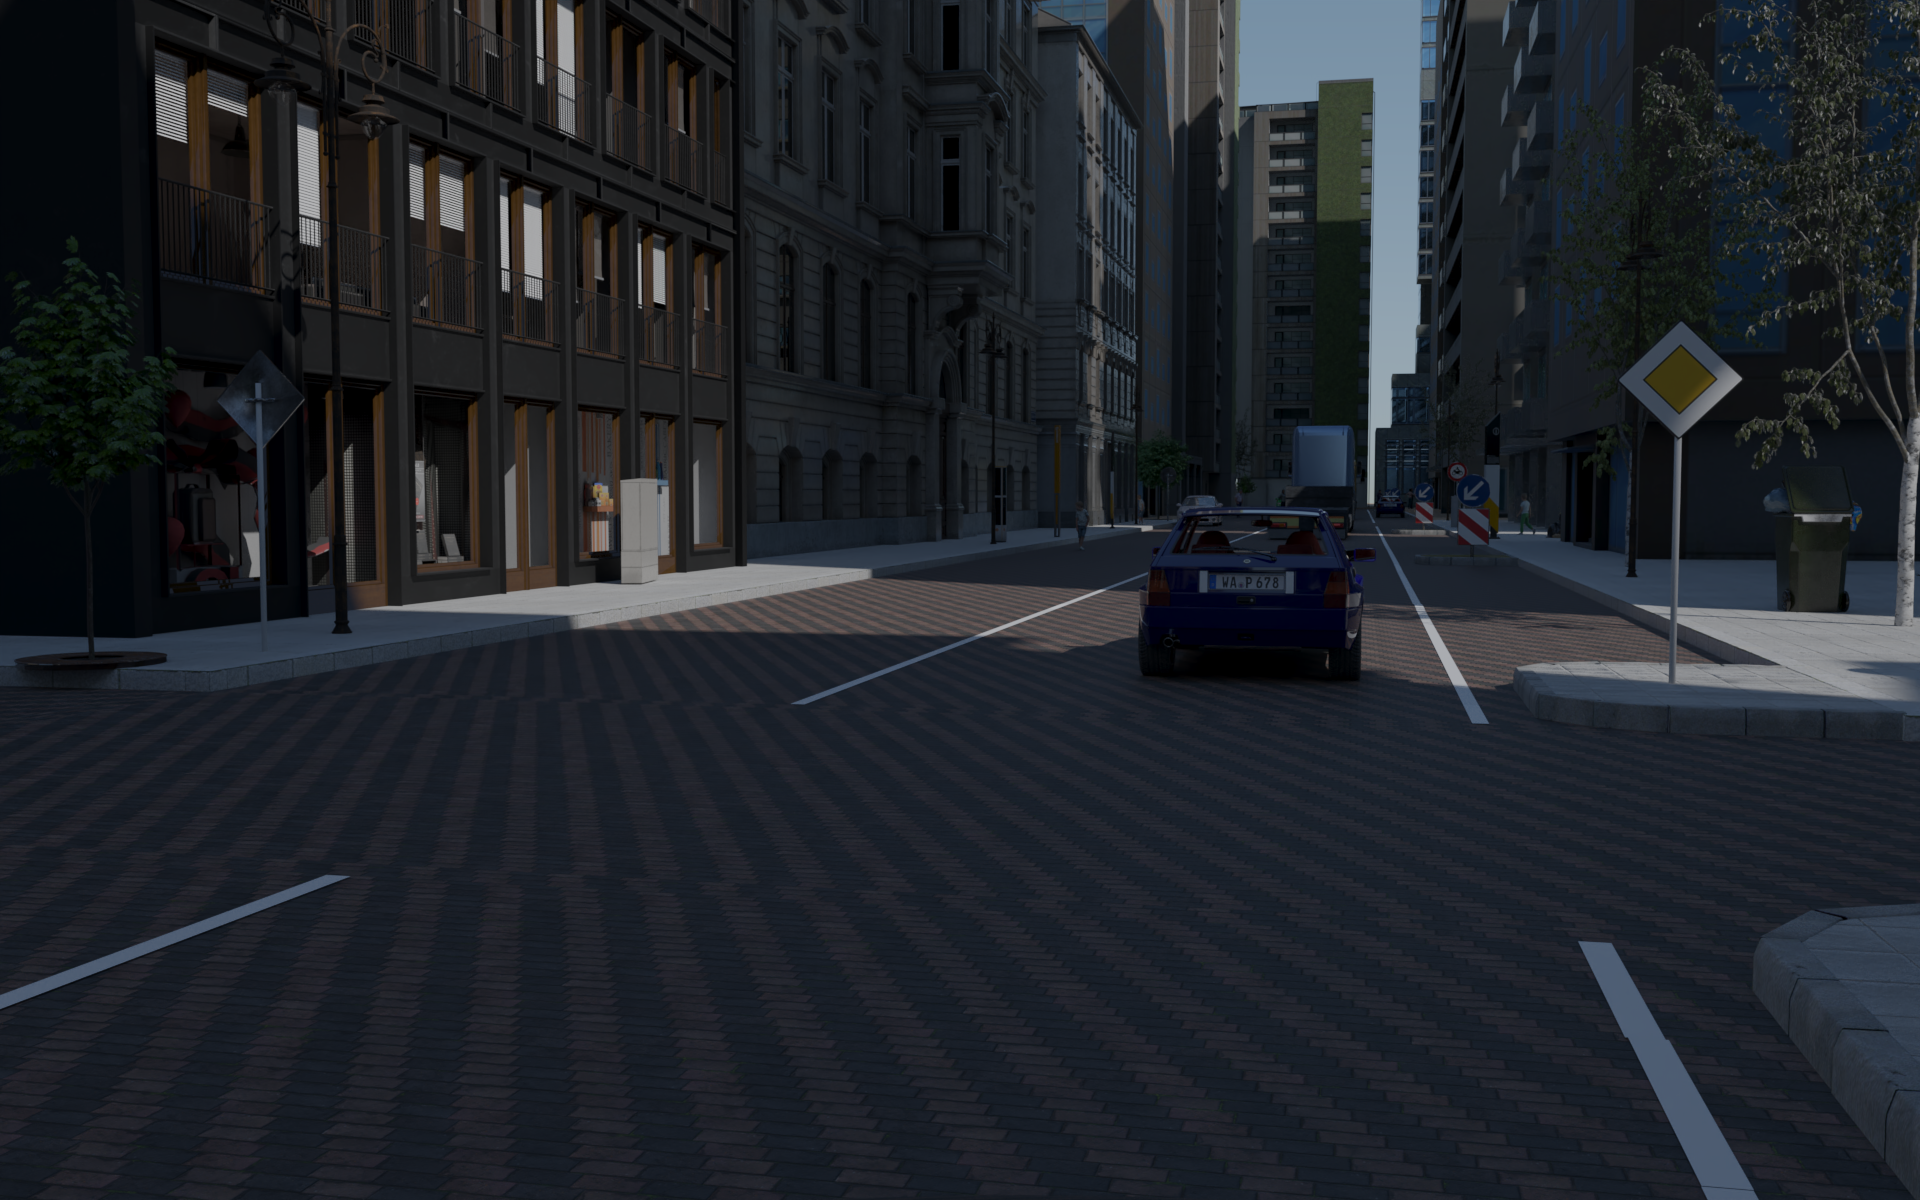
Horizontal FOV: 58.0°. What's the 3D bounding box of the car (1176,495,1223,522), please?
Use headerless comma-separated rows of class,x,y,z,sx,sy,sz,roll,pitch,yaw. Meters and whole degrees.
car,10.897,-4.048,78.544,2.083,1.381,4.827,1,4,12

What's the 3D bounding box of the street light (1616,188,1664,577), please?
street light,10.371,-3.289,26.561,0.468,5.910,1.993,1,4,13

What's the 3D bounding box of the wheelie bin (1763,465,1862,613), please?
wheelie bin,9.293,-0.677,18.969,0.980,1.594,0.693,0,4,8

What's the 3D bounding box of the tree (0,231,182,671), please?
tree,-6.673,-1.120,12.916,1.663,3.219,1.824,0,3,0

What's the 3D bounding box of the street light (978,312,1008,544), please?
street light,0.853,-4.364,44.147,0.468,5.910,1.993,1,4,13

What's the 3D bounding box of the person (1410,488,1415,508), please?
person,40.478,-9.109,155.112,0.705,1.807,1.348,2,4,31

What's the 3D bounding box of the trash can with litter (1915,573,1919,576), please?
trash can with litter,15.831,-0.987,27.193,2.233,1.210,1.678,-1,4,-18

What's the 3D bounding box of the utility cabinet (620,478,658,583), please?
utility cabinet,-4.642,-1.000,25.034,0.318,1.500,1.173,0,4,1

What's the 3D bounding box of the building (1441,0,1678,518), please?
building,39.784,-29.155,100.379,21.300,48.544,21.600,1,4,13

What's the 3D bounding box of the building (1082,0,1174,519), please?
building,4.172,-27.267,95.925,14.600,45.320,14.200,1,4,13

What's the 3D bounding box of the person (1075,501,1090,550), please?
person,3.126,-1.906,44.342,0.352,1.250,0.332,-2,4,-35

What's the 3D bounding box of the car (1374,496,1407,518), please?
car,26.351,-5.716,106.038,1.945,1.354,3.894,1,4,14

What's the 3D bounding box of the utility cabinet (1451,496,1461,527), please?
utility cabinet,19.204,-3.420,67.080,0.306,1.237,1.020,1,4,21

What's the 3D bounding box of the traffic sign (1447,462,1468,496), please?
traffic sign,19.764,-4.205,68.855,0.768,2.556,0.104,1,4,18

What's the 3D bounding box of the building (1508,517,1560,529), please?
building,32.984,-27.302,66.004,23.786,49.044,30.456,1,4,13

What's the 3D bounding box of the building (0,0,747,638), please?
building,-11.546,-11.869,23.736,12.332,23.373,15.834,1,4,13

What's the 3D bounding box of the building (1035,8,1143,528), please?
building,1.814,-13.757,74.086,9.793,20.994,18.267,1,4,13

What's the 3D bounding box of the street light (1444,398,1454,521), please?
street light,23.605,-6.780,83.642,0.468,5.910,1.993,1,4,13

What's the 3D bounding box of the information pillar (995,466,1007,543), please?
information pillar,1.043,-2.534,45.922,0.304,2.012,0.304,2,4,26

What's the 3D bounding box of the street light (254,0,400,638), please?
street light,-5.694,-2.629,15.779,0.468,5.910,1.993,1,4,13

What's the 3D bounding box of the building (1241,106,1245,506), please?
building,17.612,-28.870,155.623,14.086,41.232,14.154,1,4,13

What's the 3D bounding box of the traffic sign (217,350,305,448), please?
traffic sign,-5.677,-0.727,14.076,0.795,2.593,0.064,1,4,13

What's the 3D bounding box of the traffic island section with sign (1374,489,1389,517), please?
traffic island section with sign,27.742,-6.254,110.877,1.989,1.847,2.006,1,4,13

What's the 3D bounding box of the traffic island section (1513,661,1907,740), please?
traffic island section,4.862,0.646,11.717,2.009,0.180,2.903,1,4,13

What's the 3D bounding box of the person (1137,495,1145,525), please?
person,7.496,-3.738,71.837,0.352,1.250,0.332,2,4,31

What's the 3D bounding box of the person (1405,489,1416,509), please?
person,38.912,-8.731,149.508,1.217,1.736,0.721,3,5,44

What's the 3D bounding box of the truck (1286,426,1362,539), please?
truck,12.971,-4.469,62.823,2.967,4.110,18.799,1,4,14

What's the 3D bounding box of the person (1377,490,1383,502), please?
person,31.249,-7.310,128.460,0.683,1.767,0.568,-3,5,-40

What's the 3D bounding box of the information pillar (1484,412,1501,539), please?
information pillar,15.170,-3.548,49.363,0.504,3.616,0.183,-1,4,-21

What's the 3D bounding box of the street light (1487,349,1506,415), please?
street light,17.079,-5.042,55.220,0.468,5.910,1.993,1,4,13

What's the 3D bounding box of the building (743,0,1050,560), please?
building,-5.910,-14.036,48.572,14.460,24.649,34.723,1,4,13

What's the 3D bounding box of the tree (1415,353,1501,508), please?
tree,25.934,-8.530,89.834,4.360,8.622,3.978,0,3,0

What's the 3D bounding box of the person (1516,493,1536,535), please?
person,17.752,-2.691,54.296,0.590,1.304,0.306,3,5,41

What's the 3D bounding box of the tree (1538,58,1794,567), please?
tree,12.032,-4.896,30.418,4.737,8.622,4.395,0,3,0

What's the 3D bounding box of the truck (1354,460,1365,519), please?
truck,21.047,-6.243,97.997,3.469,3.379,9.791,1,4,14

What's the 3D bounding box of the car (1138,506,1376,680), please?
car,2.558,-0.136,14.798,1.945,1.354,3.894,1,4,13

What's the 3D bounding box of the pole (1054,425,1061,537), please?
pole,2.892,-3.521,51.417,0.158,3.312,0.155,0,3,0

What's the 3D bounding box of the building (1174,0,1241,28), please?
building,13.269,-27.282,129.652,14.154,41.232,14.086,1,4,13

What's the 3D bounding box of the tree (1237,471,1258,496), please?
tree,27.006,-10.304,163.065,1.663,3.219,1.824,0,3,0

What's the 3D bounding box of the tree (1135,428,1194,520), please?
tree,9.974,-6.272,86.260,4.285,4.588,4.351,0,3,0

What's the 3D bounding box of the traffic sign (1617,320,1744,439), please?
traffic sign,4.838,-0.578,11.640,0.795,2.593,0.064,1,4,13

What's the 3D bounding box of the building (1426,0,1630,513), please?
building,47.832,-30.462,148.156,14.600,45.320,14.200,1,4,13

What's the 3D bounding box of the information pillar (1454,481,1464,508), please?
information pillar,20.468,-4.071,71.055,0.304,2.012,0.304,0,4,-3

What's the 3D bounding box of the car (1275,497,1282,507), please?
car,26.619,-8.068,140.702,1.959,1.807,4.718,1,4,12

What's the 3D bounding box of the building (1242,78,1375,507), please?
building,34.481,-30.076,175.338,14.086,41.232,14.154,1,4,13

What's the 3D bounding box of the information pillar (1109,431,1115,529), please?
information pillar,5.662,-4.464,64.345,0.183,3.616,0.504,1,4,10

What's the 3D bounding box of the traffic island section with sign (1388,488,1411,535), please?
traffic island section with sign,16.466,-3.262,61.954,1.989,1.847,2.006,1,4,13

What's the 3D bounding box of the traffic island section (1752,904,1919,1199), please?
traffic island section,3.069,1.122,3.935,2.009,0.180,2.903,1,4,13

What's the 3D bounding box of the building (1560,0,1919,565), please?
building,21.217,-23.709,37.758,14.600,45.320,14.200,1,4,13

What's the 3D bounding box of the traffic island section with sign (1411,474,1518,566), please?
traffic island section with sign,10.412,-1.655,35.685,1.989,1.847,2.006,1,4,13

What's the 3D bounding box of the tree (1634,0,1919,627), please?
tree,9.112,-4.063,16.796,4.360,8.622,3.978,0,3,0

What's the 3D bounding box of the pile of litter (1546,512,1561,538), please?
pile of litter,17.963,-2.251,50.761,1.719,0.858,1.176,0,4,0

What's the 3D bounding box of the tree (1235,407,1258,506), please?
tree,22.086,-11.502,138.427,4.360,8.622,3.978,0,3,0

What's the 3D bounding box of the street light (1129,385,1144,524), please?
street light,7.457,-6.136,73.119,0.468,5.910,1.993,1,4,13

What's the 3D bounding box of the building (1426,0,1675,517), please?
building,46.732,-30.937,125.426,23.786,49.044,30.456,1,4,13

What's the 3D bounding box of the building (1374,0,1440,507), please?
building,57.901,-52.613,172.897,31.000,86.520,22.319,1,4,13

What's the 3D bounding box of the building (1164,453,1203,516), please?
building,5.376,-41.250,112.686,20.563,71.187,20.611,1,4,13

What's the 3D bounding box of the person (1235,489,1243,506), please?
person,16.774,-5.769,103.760,0.756,1.711,0.436,-3,4,-37

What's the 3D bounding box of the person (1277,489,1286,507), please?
person,21.118,-6.334,112.847,1.217,1.735,0.721,-2,4,-25

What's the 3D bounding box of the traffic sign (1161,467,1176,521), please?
traffic sign,9.816,-4.992,81.725,0.768,2.556,0.104,1,4,22
